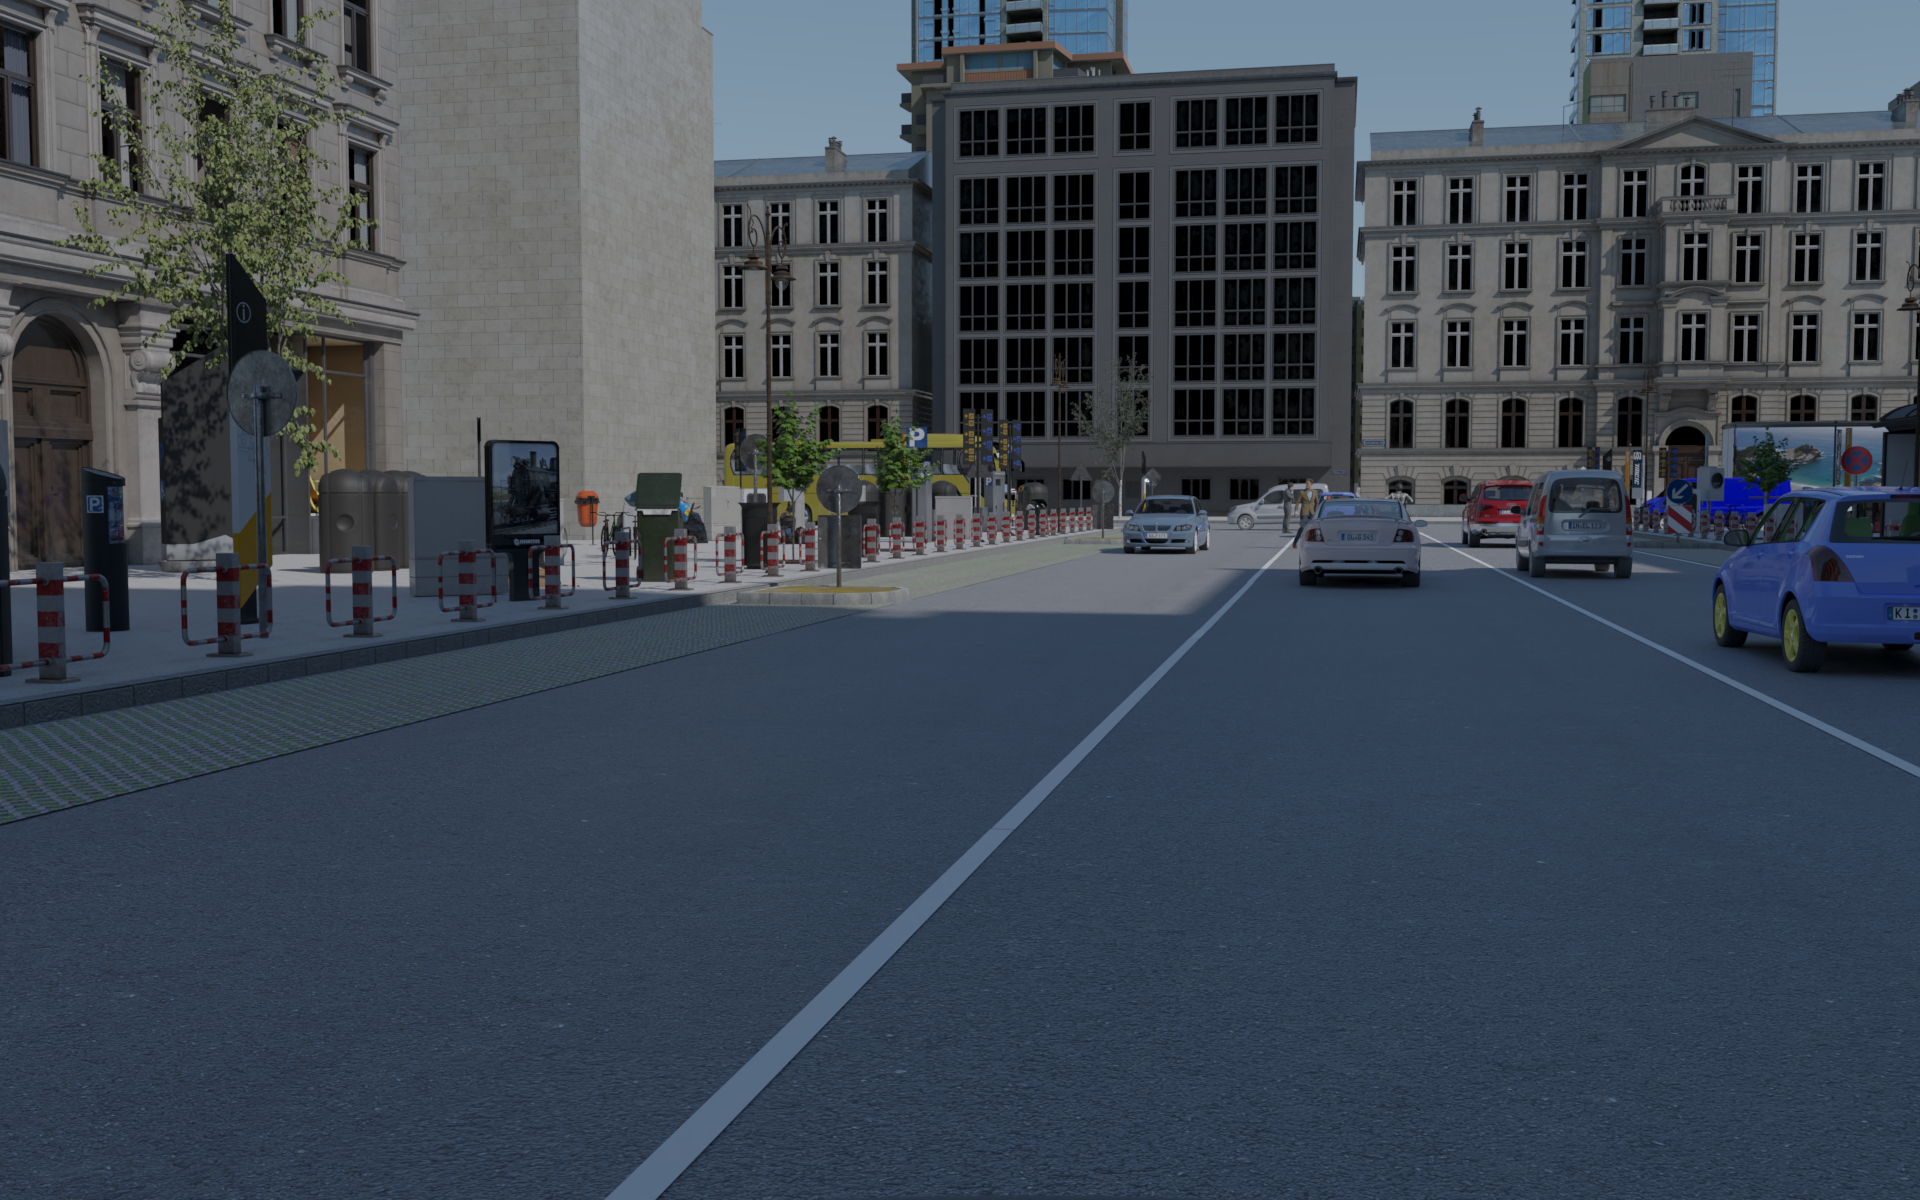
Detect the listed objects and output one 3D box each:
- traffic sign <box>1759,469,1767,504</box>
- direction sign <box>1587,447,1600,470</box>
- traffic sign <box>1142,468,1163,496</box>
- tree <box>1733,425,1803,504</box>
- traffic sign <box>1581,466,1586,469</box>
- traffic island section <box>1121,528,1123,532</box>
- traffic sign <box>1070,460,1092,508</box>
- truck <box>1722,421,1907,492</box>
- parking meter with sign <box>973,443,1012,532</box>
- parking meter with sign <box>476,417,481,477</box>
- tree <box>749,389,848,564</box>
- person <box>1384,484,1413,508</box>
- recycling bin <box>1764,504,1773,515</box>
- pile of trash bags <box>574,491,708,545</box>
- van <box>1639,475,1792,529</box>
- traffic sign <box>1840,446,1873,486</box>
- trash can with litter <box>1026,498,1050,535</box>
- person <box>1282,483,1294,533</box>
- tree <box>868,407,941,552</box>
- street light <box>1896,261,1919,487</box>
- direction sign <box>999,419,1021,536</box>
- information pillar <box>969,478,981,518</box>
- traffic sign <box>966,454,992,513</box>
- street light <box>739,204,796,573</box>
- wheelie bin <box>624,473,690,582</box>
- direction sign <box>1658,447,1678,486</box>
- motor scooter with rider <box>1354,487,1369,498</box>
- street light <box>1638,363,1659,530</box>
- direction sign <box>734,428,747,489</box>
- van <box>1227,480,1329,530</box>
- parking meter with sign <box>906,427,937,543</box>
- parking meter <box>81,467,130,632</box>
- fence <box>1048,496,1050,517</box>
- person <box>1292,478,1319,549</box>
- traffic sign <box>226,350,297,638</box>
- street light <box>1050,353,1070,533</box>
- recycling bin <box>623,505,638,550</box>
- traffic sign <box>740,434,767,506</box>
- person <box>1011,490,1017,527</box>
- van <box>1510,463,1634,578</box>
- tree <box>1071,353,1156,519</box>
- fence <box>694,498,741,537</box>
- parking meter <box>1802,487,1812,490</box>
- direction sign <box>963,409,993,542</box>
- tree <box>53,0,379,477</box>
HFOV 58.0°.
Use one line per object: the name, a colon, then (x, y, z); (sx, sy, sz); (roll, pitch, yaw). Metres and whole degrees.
traffic sign: (25.847, -3.391, 55.554); (0.768, 2.556, 0.104); (1, 4, 18)
direction sign: (30.447, -5.585, 83.308); (0.379, 3.537, 0.876); (-1, 4, -20)
traffic sign: (7.300, -3.798, 65.735); (0.795, 2.450, 0.064); (1, 4, 12)
tree: (22.657, -3.319, 48.871); (1.663, 3.219, 1.824); (0, 3, 0)
traffic sign: (22.432, -3.595, 62.413); (0.795, 2.450, 0.064); (1, 4, 12)
traffic island section: (7.275, -2.662, 65.801); (2.009, 0.180, 2.903); (1, 4, 12)
traffic sign: (4.689, -4.099, 67.029); (0.884, 2.594, 0.081); (1, 4, 14)
truck: (35.795, -4.791, 67.240); (11.283, 4.237, 2.839); (1, 4, 13)
parking meter with sign: (1.141, -3.812, 58.583); (0.543, 3.016, 1.738); (3, 4, 37)
parking meter with sign: (-10.127, -2.651, 39.604); (1.738, 3.016, 0.543); (-1, 4, -17)
tree: (-3.180, -2.300, 32.211); (1.663, 3.219, 1.824); (0, 3, 0)
person: (12.760, -2.518, 50.385); (0.841, 1.734, 0.376); (2, 4, 25)
recycling bin: (21.083, -1.945, 44.363); (0.722, 1.027, 0.722); (-3, 5, -42)
pile of trash bags: (-8.309, -2.128, 44.551); (3.447, 1.369, 1.912); (-3, 5, -41)
van: (28.015, -3.673, 64.434); (5.245, 2.365, 2.240); (1, 4, 12)
traffic sign: (23.836, -2.814, 46.114); (0.768, 2.556, 0.104); (1, 4, 19)
trash can with litter: (2.474, -2.614, 54.126); (0.624, 1.170, 1.055); (1, 4, 16)
person: (12.012, -3.359, 63.226); (0.447, 1.846, 0.655); (0, 4, -8)
tree: (-1.471, -2.695, 38.664); (1.663, 3.219, 1.824); (0, 3, 0)
street light: (18.037, -3.657, 32.580); (0.468, 5.910, 1.993); (1, 4, 12)
direction sign: (1.526, -3.723, 52.861); (0.876, 3.537, 0.379); (-3, 5, -40)
information pillar: (0.556, -3.663, 64.375); (0.304, 2.012, 0.304); (3, 5, 40)
traffic sign: (0.612, -3.437, 56.196); (0.884, 2.594, 0.081); (1, 4, 13)
street light: (-3.081, -3.372, 27.925); (0.468, 5.910, 1.993); (1, 4, 12)
wheelie bin: (-4.436, -1.074, 25.470); (0.980, 1.594, 0.693); (0, 4, -1)
direction sign: (34.328, -5.627, 84.001); (0.876, 3.537, 0.379); (3, 4, 38)
motor scooter with rider: (18.153, -4.215, 77.877); (1.986, 1.779, 0.876); (1, 4, 14)
street light: (24.199, -5.397, 61.030); (0.468, 5.910, 1.993); (1, 4, 12)
direction sign: (-7.579, -4.152, 59.875); (0.379, 3.537, 0.876); (-2, 4, -33)
van: (12.672, -3.775, 68.733); (4.112, 2.044, 2.013); (1, 4, 12)
parking meter with sign: (-0.977, -3.027, 45.750); (0.543, 3.016, 1.738); (1, 4, 10)
parking meter: (-8.010, -0.479, 16.235); (0.372, 1.533, 0.369); (0, 3, 0)
fence: (4.482, -5.061, 93.950); (0.480, 1.192, 2.264); (2, 4, 24)
person: (9.066, -2.263, 45.418); (0.656, 1.842, 0.836); (-3, 5, -44)
traffic sign: (-6.202, -0.933, 15.356); (0.768, 2.556, 0.104); (1, 4, 20)
street light: (3.267, -5.147, 56.933); (0.468, 5.910, 1.993); (1, 4, 12)
recycling bin: (-7.378, -1.687, 40.139); (0.722, 1.027, 0.722); (0, 4, 3)
traffic sign: (-4.322, -2.232, 36.599); (0.768, 2.556, 0.104); (1, 4, 20)
person: (2.472, -4.056, 76.292); (0.593, 1.643, 0.415); (-1, 4, -12)
van: (10.938, -1.465, 30.968); (2.013, 2.044, 4.112); (1, 4, 13)
tree: (8.138, -8.533, 89.879); (4.360, 8.622, 3.978); (0, 3, 0)
fence: (-7.400, -2.487, 51.873); (2.264, 1.192, 0.480); (2, 4, 34)
parking meter: (28.539, -3.051, 58.287); (0.372, 1.533, 0.369); (0, 3, 0)
direction sign: (0.481, -3.316, 46.220); (0.876, 3.537, 0.379); (-2, 4, -26)
tree: (-10.113, -4.527, 24.382); (4.737, 8.622, 4.395); (0, 3, 0)
